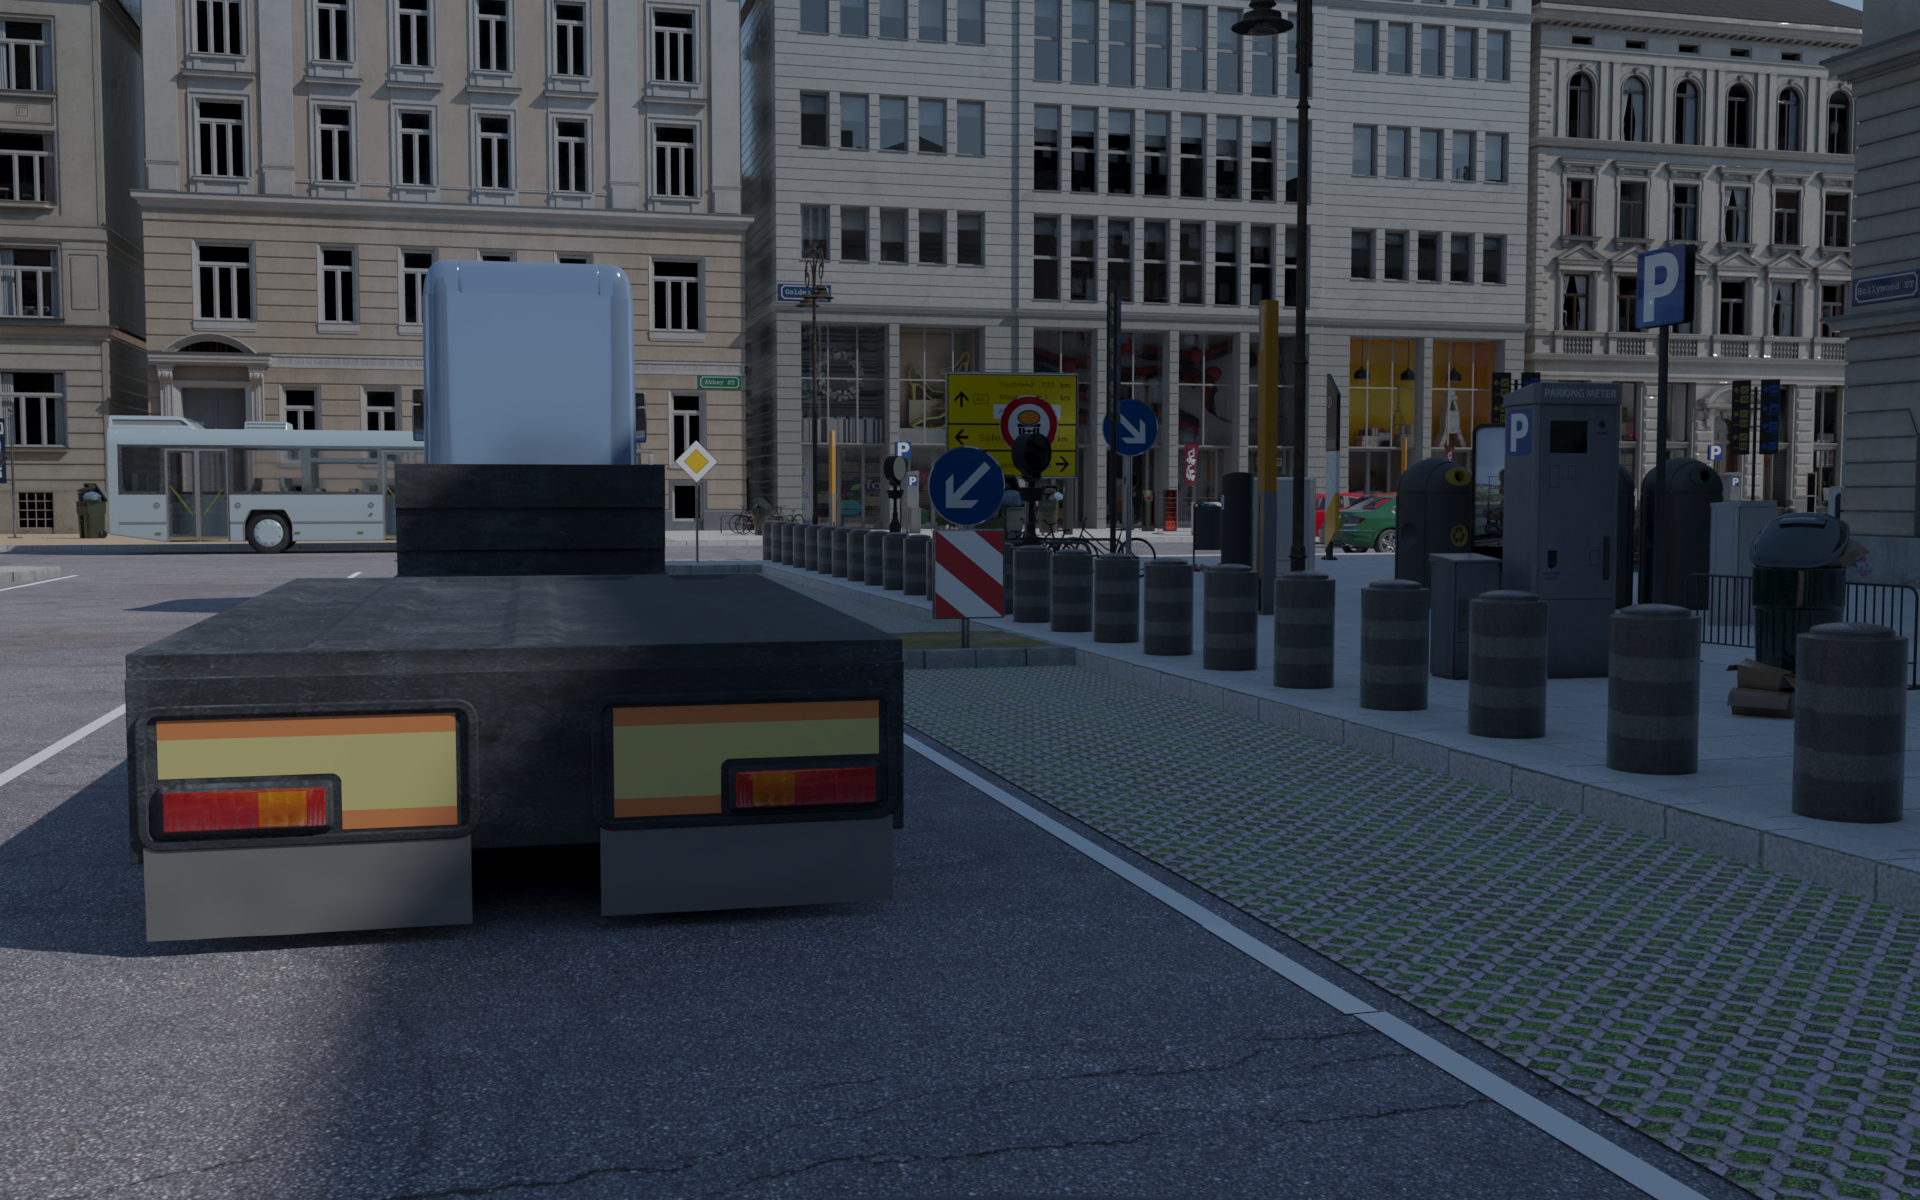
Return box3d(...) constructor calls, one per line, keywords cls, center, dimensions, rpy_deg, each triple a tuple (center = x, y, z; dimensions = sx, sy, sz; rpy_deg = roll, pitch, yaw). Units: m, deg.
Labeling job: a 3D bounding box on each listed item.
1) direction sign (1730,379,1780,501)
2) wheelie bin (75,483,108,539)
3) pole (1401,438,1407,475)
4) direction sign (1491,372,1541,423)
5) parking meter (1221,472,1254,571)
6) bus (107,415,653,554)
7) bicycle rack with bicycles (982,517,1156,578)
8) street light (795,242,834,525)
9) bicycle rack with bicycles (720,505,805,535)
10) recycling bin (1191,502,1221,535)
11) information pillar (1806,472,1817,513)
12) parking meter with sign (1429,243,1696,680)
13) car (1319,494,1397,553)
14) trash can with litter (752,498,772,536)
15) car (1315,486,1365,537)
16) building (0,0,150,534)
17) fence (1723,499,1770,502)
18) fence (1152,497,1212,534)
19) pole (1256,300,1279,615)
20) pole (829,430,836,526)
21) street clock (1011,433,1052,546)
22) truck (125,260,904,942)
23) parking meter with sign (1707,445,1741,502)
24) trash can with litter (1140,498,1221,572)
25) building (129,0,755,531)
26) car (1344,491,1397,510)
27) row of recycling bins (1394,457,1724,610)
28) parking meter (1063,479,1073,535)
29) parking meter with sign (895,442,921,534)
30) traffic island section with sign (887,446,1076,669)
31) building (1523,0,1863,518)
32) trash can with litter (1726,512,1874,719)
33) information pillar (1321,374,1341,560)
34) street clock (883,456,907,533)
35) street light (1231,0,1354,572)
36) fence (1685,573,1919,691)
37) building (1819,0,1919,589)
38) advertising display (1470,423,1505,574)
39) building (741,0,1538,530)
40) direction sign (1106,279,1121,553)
box3d(cls="direction sign", center=(15.759, -2.593, 34.388), dimensions=(0.876, 3.537, 0.379), rpy_deg=(3, 4, 36))
box3d(cls="wheelie bin", center=(-25.071, -2.574, 49.988), dimensions=(0.980, 1.594, 0.693), rpy_deg=(2, 4, 34))
box3d(cls="pole", center=(16.180, -4.240, 63.173), dimensions=(0.158, 3.312, 0.155), rpy_deg=(0, 3, 0))
box3d(cls="direction sign", center=(10.332, -2.463, 32.274), dimensions=(0.876, 3.537, 0.379), rpy_deg=(0, 4, 5))
box3d(cls="parking meter", center=(3.217, -0.715, 20.106), dimensions=(0.372, 1.533, 0.369), rpy_deg=(0, 3, 0))
box3d(cls="bus", center=(-13.777, -2.958, 43.228), dimensions=(13.247, 3.499, 2.948), rpy_deg=(-1, 4, -16))
box3d(cls="bicycle rack with bicycles", center=(1.218, -0.763, 25.856), dimensions=(2.925, 0.926, 2.852), rpy_deg=(1, 4, 22))
box3d(cls="street light", center=(-2.686, -3.622, 32.007), dimensions=(0.468, 5.910, 1.993), rpy_deg=(-1, 4, -15))
box3d(cls="bicycle rack with bicycles", center=(-6.368, -2.612, 56.095), dimensions=(2.925, 0.926, 2.852), rpy_deg=(-2, 4, -30))
box3d(cls="recycling bin", center=(7.665, -2.525, 53.845), dimensions=(0.722, 1.027, 0.722), rpy_deg=(3, 4, 38))
box3d(cls="information pillar", center=(28.922, -3.326, 58.866), dimensions=(0.304, 2.012, 0.304), rpy_deg=(2, 4, 27))
box3d(cls="parking meter with sign", center=(4.199, -0.973, 12.170), dimensions=(1.738, 3.016, 0.543), rpy_deg=(-1, 4, -13))
box3d(cls="car", center=(10.731, -1.721, 39.943), dimensions=(4.920, 1.459, 2.131), rpy_deg=(-1, 4, -15))
box3d(cls="trash can with litter", center=(-5.944, -2.585, 53.646), dimensions=(1.055, 1.170, 0.624), rpy_deg=(3, 5, 41))
box3d(cls="car", center=(10.293, -2.508, 50.051), dimensions=(4.494, 1.783, 2.155), rpy_deg=(-1, 4, -14))
box3d(cls="building", center=(-43.033, -13.786, 58.687), dimensions=(30.059, 22.955, 16.112), rpy_deg=(-1, 4, -15))
box3d(cls="fence", center=(13.727, -1.240, 31.479), dimensions=(0.480, 1.192, 2.264), rpy_deg=(-2, 4, -31))
box3d(cls="fence", center=(7.308, -2.722, 55.716), dimensions=(2.264, 1.192, 0.480), rpy_deg=(-1, 4, -21))
box3d(cls="pole", center=(3.253, -1.498, 18.334), dimensions=(0.158, 3.312, 0.155), rpy_deg=(0, 3, 0))
box3d(cls="pole", center=(-4.076, -3.759, 55.299), dimensions=(0.158, 3.312, 0.155), rpy_deg=(0, 3, 0))
box3d(cls="street clock", center=(0.853, -0.986, 20.687), dimensions=(0.471, 2.002, 0.358), rpy_deg=(-3, 5, -43))
box3d(cls="truck", center=(-3.603, -1.516, 14.549), dimensions=(2.967, 4.110, 18.799), rpy_deg=(-1, 4, -14))
box3d(cls="parking meter with sign", center=(26.967, -3.944, 60.745), dimensions=(0.543, 3.016, 1.738), rpy_deg=(-1, 4, -12))
box3d(cls="trash can with litter", center=(3.759, -1.100, 29.043), dimensions=(2.233, 1.210, 1.678), rpy_deg=(0, 4, -8))
box3d(cls="building", center=(-18.415, -16.982, 63.562), dimensions=(20.117, 28.700, 13.634), rpy_deg=(-1, 4, -15))
box3d(cls="car", center=(12.477, -2.302, 46.678), dimensions=(4.494, 1.783, 2.155), rpy_deg=(-1, 4, -17))
box3d(cls="row of recycling bins", center=(6.740, -0.766, 19.637), dimensions=(3.534, 1.692, 1.069), rpy_deg=(0, 4, 5))
box3d(cls="parking meter", center=(3.401, -2.988, 54.570), dimensions=(0.255, 1.863, 0.399), rpy_deg=(-1, 4, -10))
box3d(cls="parking meter with sign", center=(-1.658, -3.701, 56.778), dimensions=(0.543, 3.016, 1.738), rpy_deg=(-1, 4, -17))
box3d(cls="traffic island section with sign", center=(-0.240, -0.393, 15.059), dimensions=(1.989, 1.847, 2.006), rpy_deg=(-1, 4, -15))
box3d(cls="building", center=(30.464, -15.076, 75.376), dimensions=(19.941, 23.489, 11.050), rpy_deg=(-1, 4, -15))
box3d(cls="trash can with litter", center=(4.934, 0.072, 10.208), dimensions=(0.624, 1.170, 1.055), rpy_deg=(3, 4, 38))
box3d(cls="information pillar", center=(7.212, -2.580, 33.544), dimensions=(0.183, 3.616, 0.504), rpy_deg=(-1, 4, -12))
box3d(cls="street clock", center=(-1.228, -1.727, 32.804), dimensions=(0.358, 2.002, 0.471), rpy_deg=(2, 4, 30))
box3d(cls="street light", center=(2.472, -2.431, 12.541), dimensions=(0.468, 5.910, 1.993), rpy_deg=(-1, 4, -15))
box3d(cls="fence", center=(5.903, 0.189, 12.285), dimensions=(0.278, 0.683, 2.069), rpy_deg=(-1, 4, -22))
box3d(cls="building", center=(21.900, -11.622, 9.111), dimensions=(14.460, 24.649, 34.723), rpy_deg=(-1, 4, -15))
box3d(cls="advertising display", center=(5.134, -0.641, 15.698), dimensions=(0.974, 1.923, 0.123), rpy_deg=(2, 4, 24))
box3d(cls="building", center=(6.466, -17.808, 68.655), dimensions=(29.804, 29.767, 11.434), rpy_deg=(-1, 4, -15))
box3d(cls="direction sign", center=(1.662, -1.637, 18.767), dimensions=(0.379, 3.537, 0.876), rpy_deg=(1, 4, 13))
